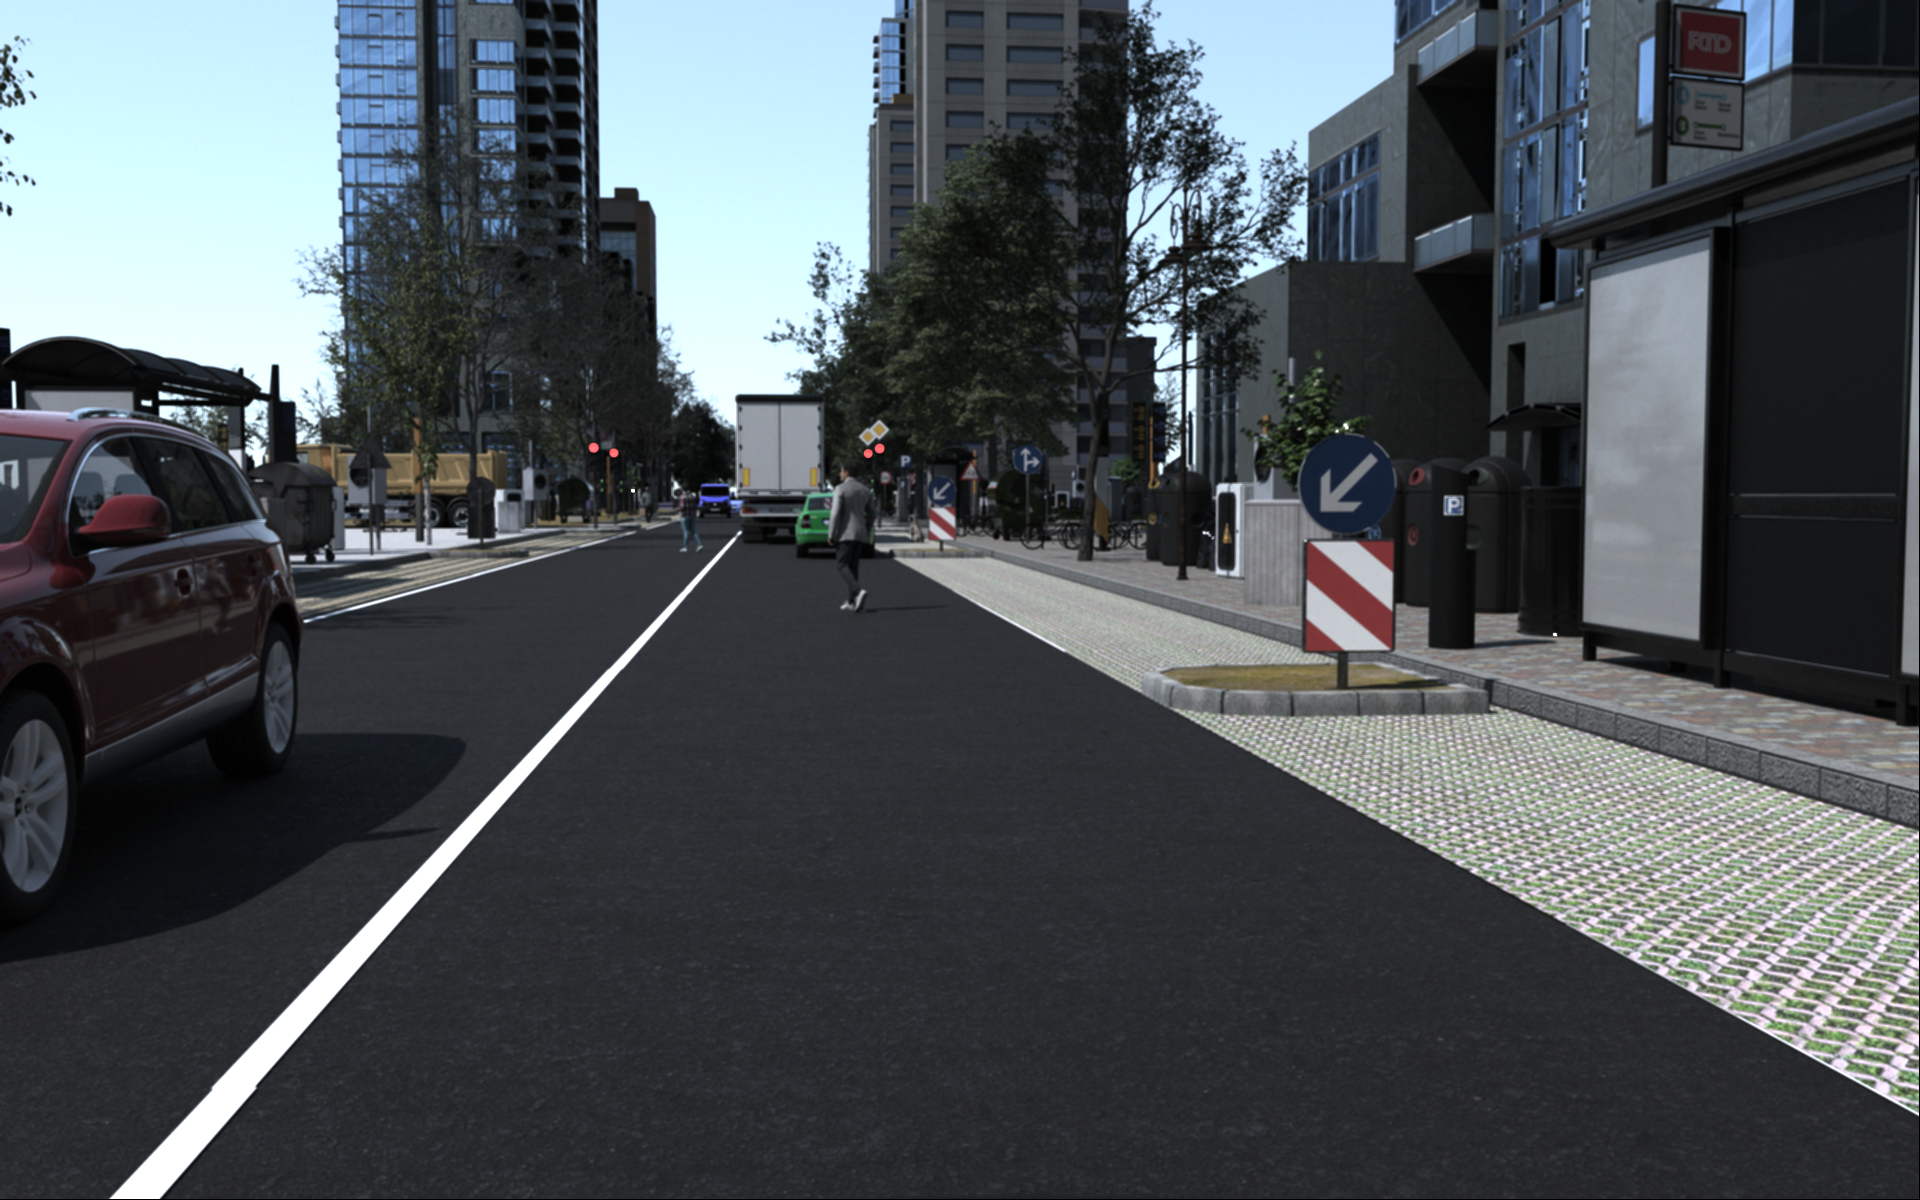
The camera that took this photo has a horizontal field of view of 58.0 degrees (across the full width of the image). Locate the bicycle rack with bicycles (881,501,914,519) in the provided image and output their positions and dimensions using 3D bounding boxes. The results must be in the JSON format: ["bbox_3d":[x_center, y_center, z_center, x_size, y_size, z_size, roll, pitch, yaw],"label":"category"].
[{"bbox_3d":[-2.596,-4.664,89.637,2.852,0.926,2.925,-2,4,-31],"label":"bicycle rack with bicycles"}]

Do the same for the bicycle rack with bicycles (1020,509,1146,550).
[{"bbox_3d":[3.158,-1.664,40.591,2.925,0.926,2.852,1,4,23],"label":"bicycle rack with bicycles"}]

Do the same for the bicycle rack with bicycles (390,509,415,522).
[{"bbox_3d":[-25.613,-4.167,81.505,2.852,0.926,2.925,3,4,36],"label":"bicycle rack with bicycles"}]

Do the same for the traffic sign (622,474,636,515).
[{"bbox_3d":[-20.261,-6.492,106.148,0.884,2.594,0.081,0,4,-5],"label":"traffic sign"}]

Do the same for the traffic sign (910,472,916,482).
[{"bbox_3d":[-2.530,-6.132,100.357,0.768,2.556,0.104,0,4,-1],"label":"traffic sign"}]

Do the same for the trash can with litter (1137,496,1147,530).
[{"bbox_3d":[7.337,-3.202,63.404,2.233,1.210,1.678,0,4,0],"label":"trash can with litter"}]

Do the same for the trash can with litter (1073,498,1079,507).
[{"bbox_3d":[7.470,-6.491,117.183,2.233,1.210,1.678,-1,4,-10],"label":"trash can with litter"}]

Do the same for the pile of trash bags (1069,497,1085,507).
[{"bbox_3d":[8.681,-6.818,121.228,1.912,1.369,3.447,-1,4,-19],"label":"pile of trash bags"}]

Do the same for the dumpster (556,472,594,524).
[{"bbox_3d":[-16.839,-4.481,75.753,1.502,2.255,1.985,0,4,-6],"label":"dumpster"}]

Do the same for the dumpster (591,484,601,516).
[{"bbox_3d":[-21.441,-5.771,100.122,1.264,1.857,1.865,0,4,-6],"label":"dumpster"}]

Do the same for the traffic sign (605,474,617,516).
[{"bbox_3d":[-20.091,-6.102,99.866,0.768,2.556,0.104,0,4,2],"label":"traffic sign"}]

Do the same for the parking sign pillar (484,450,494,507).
[{"bbox_3d":[-29.125,-7.292,107.701,1.447,3.967,1.447,0,4,7],"label":"parking sign pillar"}]

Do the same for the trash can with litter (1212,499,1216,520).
[{"bbox_3d":[5.357,-1.495,35.831,0.624,1.170,1.055,1,4,11],"label":"trash can with litter"}]

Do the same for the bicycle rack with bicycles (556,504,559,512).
[{"bbox_3d":[-29.317,-6.567,120.746,2.925,0.926,2.852,0,4,6],"label":"bicycle rack with bicycles"}]

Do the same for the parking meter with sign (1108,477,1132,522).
[{"bbox_3d":[6.726,-4.844,75.462,1.738,3.016,0.543,-3,4,-37],"label":"parking meter with sign"}]

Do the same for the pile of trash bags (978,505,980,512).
[{"bbox_3d":[2.841,-7.238,128.096,1.912,1.369,3.447,2,4,31],"label":"pile of trash bags"}]

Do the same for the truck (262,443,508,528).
[{"bbox_3d":[-22.770,-4.372,67.399,9.791,3.379,3.469,0,4,-4],"label":"truck"}]

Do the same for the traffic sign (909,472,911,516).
[{"bbox_3d":[-2.912,-6.215,101.617,0.884,2.594,0.081,0,4,-2],"label":"traffic sign"}]

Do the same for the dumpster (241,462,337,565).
[{"bbox_3d":[-12.347,-1.603,31.965,1.264,1.857,1.865,0,4,-6],"label":"dumpster"}]

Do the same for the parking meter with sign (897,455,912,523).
[{"bbox_3d":[-2.569,-5.028,78.475,0.543,3.016,1.738,-1,4,-9],"label":"parking meter with sign"}]

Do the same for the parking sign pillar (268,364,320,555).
[{"bbox_3d":[-14.368,-2.950,36.697,1.447,3.967,1.447,-2,4,-26],"label":"parking sign pillar"}]

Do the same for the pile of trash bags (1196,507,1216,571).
[{"bbox_3d":[5.737,-1.199,29.361,3.447,1.369,1.912,1,4,9],"label":"pile of trash bags"}]

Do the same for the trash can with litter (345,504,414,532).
[{"bbox_3d":[-19.406,-2.926,58.899,1.678,1.210,2.233,3,4,37],"label":"trash can with litter"}]

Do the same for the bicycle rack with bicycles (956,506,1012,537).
[{"bbox_3d":[1.084,-2.434,53.182,2.925,0.926,2.852,0,4,-5],"label":"bicycle rack with bicycles"}]

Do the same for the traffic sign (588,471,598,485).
[{"bbox_3d":[-20.005,-5.798,94.909,0.768,2.556,0.104,0,4,0],"label":"traffic sign"}]

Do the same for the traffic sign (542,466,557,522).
[{"bbox_3d":[-18.852,-4.852,79.437,0.768,2.556,0.104,0,4,2],"label":"traffic sign"}]

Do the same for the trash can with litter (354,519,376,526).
[{"bbox_3d":[-24.069,-3.606,70.352,0.624,1.170,1.055,1,4,21],"label":"trash can with litter"}]

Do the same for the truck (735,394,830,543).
[{"bbox_3d":[-5.481,-3.993,54.200,2.839,4.237,11.283,0,4,-4],"label":"truck"}]

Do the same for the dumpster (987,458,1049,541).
[{"bbox_3d":[1.600,-2.776,47.881,1.502,2.255,1.985,0,4,-6],"label":"dumpster"}]

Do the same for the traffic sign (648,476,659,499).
[{"bbox_3d":[-21.640,-7.479,122.394,0.768,2.556,0.104,0,4,2],"label":"traffic sign"}]

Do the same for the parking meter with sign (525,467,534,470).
[{"bbox_3d":[-27.492,-7.070,111.848,0.543,3.016,1.738,0,4,5],"label":"parking meter with sign"}]

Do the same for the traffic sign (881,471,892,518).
[{"bbox_3d":[-4.012,-5.646,92.414,0.768,2.556,0.104,0,4,2],"label":"traffic sign"}]

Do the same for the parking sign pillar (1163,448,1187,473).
[{"bbox_3d":[12.759,-6.831,100.163,1.447,3.967,1.447,1,4,20],"label":"parking sign pillar"}]

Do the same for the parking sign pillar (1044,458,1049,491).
[{"bbox_3d":[6.263,-8.658,130.026,1.447,3.967,1.447,-1,4,-18],"label":"parking sign pillar"}]

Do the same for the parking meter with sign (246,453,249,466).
[{"bbox_3d":[-31.121,-4.724,73.491,0.543,3.016,1.738,3,4,37],"label":"parking meter with sign"}]

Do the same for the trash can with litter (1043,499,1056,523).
[{"bbox_3d":[3.719,-3.968,76.264,0.624,1.170,1.055,3,5,43],"label":"trash can with litter"}]

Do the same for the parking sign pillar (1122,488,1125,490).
[{"bbox_3d":[13.567,-9.129,137.728,1.447,3.967,1.447,-1,4,-9],"label":"parking sign pillar"}]

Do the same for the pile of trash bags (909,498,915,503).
[{"bbox_3d":[-4.575,-7.848,138.062,3.447,1.369,1.912,0,4,-3],"label":"pile of trash bags"}]

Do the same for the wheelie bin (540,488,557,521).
[{"bbox_3d":[-19.852,-4.624,83.508,0.693,1.594,0.980,-3,5,-43],"label":"wheelie bin"}]

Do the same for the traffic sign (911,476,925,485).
[{"bbox_3d":[-2.439,-6.096,99.669,0.884,2.594,0.081,0,4,-1],"label":"traffic sign"}]

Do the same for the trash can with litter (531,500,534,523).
[{"bbox_3d":[-19.214,-4.006,76.878,0.624,1.170,1.055,-3,4,-37],"label":"trash can with litter"}]

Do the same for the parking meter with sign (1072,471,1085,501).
[{"bbox_3d":[9.560,-8.392,133.462,1.738,3.016,0.543,-1,4,-15],"label":"parking meter with sign"}]

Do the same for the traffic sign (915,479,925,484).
[{"bbox_3d":[-2.160,-5.951,97.397,0.768,2.556,0.104,0,4,-1],"label":"traffic sign"}]

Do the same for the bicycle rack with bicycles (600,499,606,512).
[{"bbox_3d":[-24.328,-6.621,121.637,2.852,0.926,2.925,0,4,-5],"label":"bicycle rack with bicycles"}]

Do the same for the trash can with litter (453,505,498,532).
[{"bbox_3d":[-16.315,-2.955,59.378,1.678,1.210,2.233,-3,5,-43],"label":"trash can with litter"}]

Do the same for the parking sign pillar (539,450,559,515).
[{"bbox_3d":[-25.274,-7.188,106.001,1.447,3.967,1.447,1,4,8],"label":"parking sign pillar"}]
